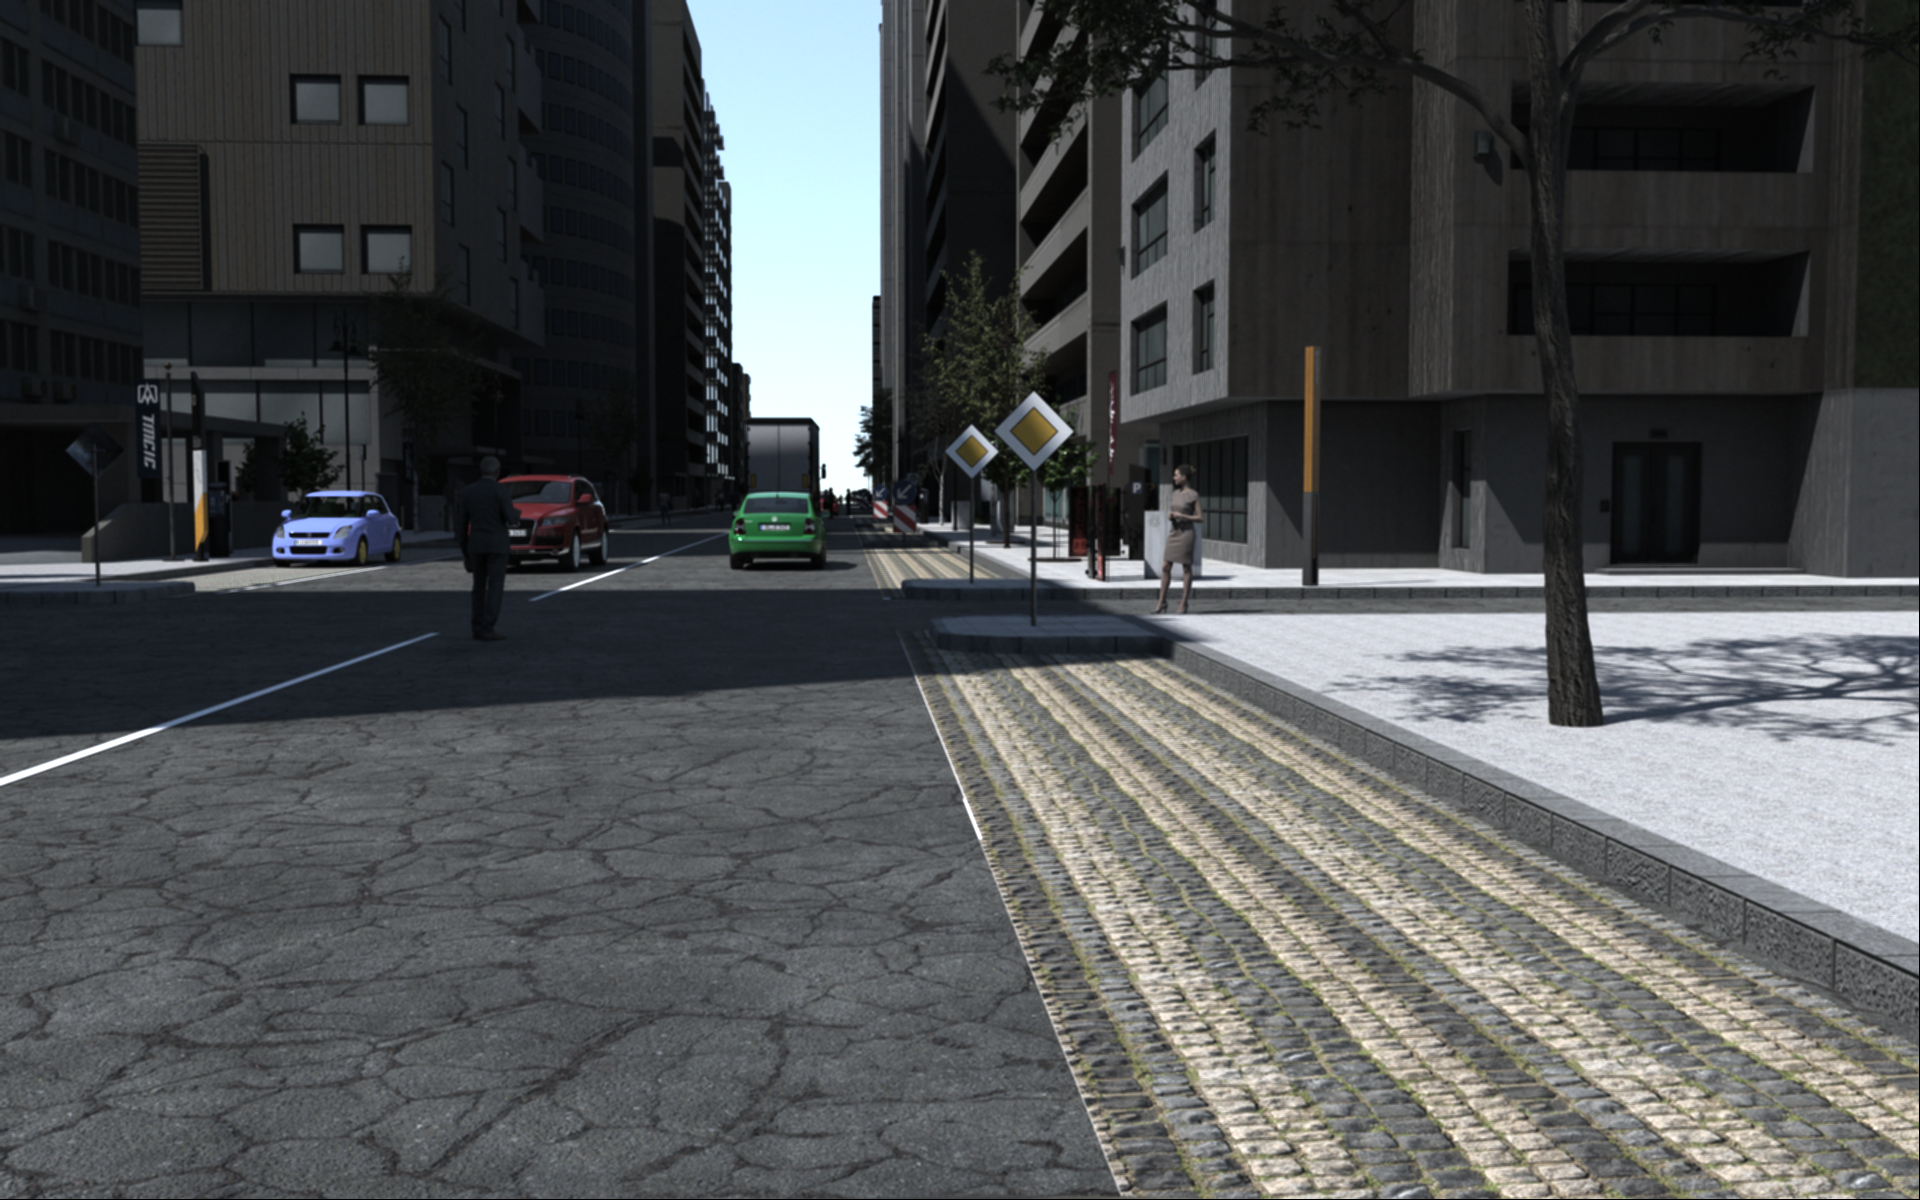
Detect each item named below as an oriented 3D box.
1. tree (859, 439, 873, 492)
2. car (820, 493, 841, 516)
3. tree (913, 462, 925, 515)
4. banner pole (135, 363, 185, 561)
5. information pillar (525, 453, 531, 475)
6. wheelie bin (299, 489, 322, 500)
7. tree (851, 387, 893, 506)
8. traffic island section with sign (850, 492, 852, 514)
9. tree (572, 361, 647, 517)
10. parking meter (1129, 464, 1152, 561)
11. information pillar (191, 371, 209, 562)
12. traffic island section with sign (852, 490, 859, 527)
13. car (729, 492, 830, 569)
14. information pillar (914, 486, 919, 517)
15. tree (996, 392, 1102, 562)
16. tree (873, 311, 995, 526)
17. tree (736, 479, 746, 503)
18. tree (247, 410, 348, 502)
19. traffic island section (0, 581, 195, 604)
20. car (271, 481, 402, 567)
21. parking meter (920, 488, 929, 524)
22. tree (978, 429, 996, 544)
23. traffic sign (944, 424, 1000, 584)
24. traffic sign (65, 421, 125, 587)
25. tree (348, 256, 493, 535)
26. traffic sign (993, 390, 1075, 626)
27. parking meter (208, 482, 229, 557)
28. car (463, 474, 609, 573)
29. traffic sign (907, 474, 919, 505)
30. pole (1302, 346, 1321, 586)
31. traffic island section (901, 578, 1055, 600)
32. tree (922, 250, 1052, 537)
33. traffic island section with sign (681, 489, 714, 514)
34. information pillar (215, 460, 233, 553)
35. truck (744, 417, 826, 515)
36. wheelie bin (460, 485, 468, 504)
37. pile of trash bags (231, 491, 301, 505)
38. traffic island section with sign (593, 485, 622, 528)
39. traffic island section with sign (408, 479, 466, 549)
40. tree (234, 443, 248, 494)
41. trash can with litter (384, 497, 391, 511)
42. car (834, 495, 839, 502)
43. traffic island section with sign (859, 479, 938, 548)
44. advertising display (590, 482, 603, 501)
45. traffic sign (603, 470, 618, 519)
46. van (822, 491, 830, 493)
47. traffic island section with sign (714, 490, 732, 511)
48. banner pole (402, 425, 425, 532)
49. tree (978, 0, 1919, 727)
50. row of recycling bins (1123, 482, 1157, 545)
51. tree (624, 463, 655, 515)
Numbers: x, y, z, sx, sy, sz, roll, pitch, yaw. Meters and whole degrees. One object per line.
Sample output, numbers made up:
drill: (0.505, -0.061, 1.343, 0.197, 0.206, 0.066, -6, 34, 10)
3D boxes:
tree: (-9.101, -14.703, 190.754, 4.360, 8.622, 3.978, 0, 3, 0)
car: (-8.833, -6.334, 112.607, 2.155, 1.783, 4.494, 0, 4, -6)
tree: (-2.326, -6.690, 103.988, 1.663, 3.219, 1.824, 0, 3, 0)
banner pole: (-15.301, -2.632, 33.053, 0.863, 3.779, 0.401, 0, 4, -3)
information pillar: (-24.460, -6.534, 98.190, 0.183, 3.616, 0.504, 1, 4, 16)
wheelie bin: (-23.304, -3.324, 62.259, 0.693, 1.594, 0.980, -3, 5, -41)
tree: (-7.720, -16.245, 183.728, 7.486, 12.596, 7.792, 0, 3, 0)
traffic island section with sign: (-6.974, -7.082, 124.410, 1.989, 1.847, 2.006, 0, 4, -4)
tree: (-19.202, -8.927, 96.325, 4.737, 8.622, 4.395, 0, 3, 0)
parking meter: (3.486, -1.697, 33.464, 0.399, 1.863, 0.255, 2, 4, 34)
information pillar: (-14.413, -2.537, 32.830, 0.183, 3.616, 0.504, -3, 5, -42)
traffic island section with sign: (-3.550, -4.028, 74.490, 1.989, 1.847, 2.006, 0, 4, -4)
car: (-3.562, -1.561, 34.324, 1.959, 1.807, 4.718, 0, 4, -3)
information pillar: (-2.448, -5.666, 97.125, 0.304, 2.012, 0.304, -1, 4, -12)
tree: (1.932, -2.348, 32.989, 1.663, 3.219, 1.824, 0, 3, 0)
tree: (-0.680, -7.325, 70.133, 4.360, 8.622, 3.978, 0, 3, 0)
tree: (-28.105, -14.121, 225.479, 1.663, 3.219, 1.824, 0, 3, 0)
tree: (-15.112, -2.764, 39.794, 1.663, 3.219, 1.824, 0, 3, 0)
traffic island section: (-11.974, -0.107, 24.026, 2.009, 0.180, 2.903, 0, 4, -4)
car: (-12.562, -1.552, 34.959, 1.945, 1.707, 3.694, 0, 4, -2)
parking meter: (-1.542, -4.037, 74.416, 0.372, 1.533, 0.369, 0, 3, 0)
tree: (1.296, -3.065, 44.716, 1.663, 3.219, 1.824, 0, 3, 0)
traffic sign: (0.166, -1.292, 24.773, 0.795, 2.450, 0.064, 0, 4, -4)
traffic sign: (-11.951, -1.243, 23.966, 0.795, 2.450, 0.064, 0, 4, -4)
tree: (-16.987, -6.379, 54.654, 4.737, 8.622, 4.395, 0, 3, 0)
traffic sign: (0.712, -0.805, 16.807, 0.795, 2.450, 0.064, 0, 4, -4)
parking meter: (-15.065, -1.638, 35.188, 0.372, 1.533, 0.369, 0, 3, 0)
car: (-8.094, -1.510, 33.358, 2.281, 1.827, 5.304, 0, 4, -2)
traffic sign: (-2.283, -5.039, 84.514, 0.606, 2.300, 0.079, 0, 4, 5)
pole: (4.889, -1.849, 24.071, 0.158, 3.312, 0.155, 0, 3, 0)
traffic island section: (0.189, -0.157, 24.852, 2.009, 0.180, 2.903, 0, 4, -4)
tree: (0.974, -6.210, 51.904, 4.737, 8.622, 4.395, 0, 3, 0)
traffic island section with sign: (-18.788, -7.013, 123.289, 1.989, 1.847, 2.006, 0, 4, -4)
information pillar: (-15.904, -2.015, 37.438, 0.304, 2.012, 0.304, -1, 4, -23)
truck: (-6.890, -4.894, 68.933, 2.839, 4.237, 11.283, 0, 4, -3)
wheelie bin: (-16.933, -3.195, 60.149, 0.980, 1.594, 0.693, 2, 4, 28)
pile of trash bags: (-23.604, -3.041, 59.473, 3.447, 1.369, 1.912, -3, 5, -42)
traffic island section with sign: (-15.353, -3.944, 73.105, 1.989, 1.847, 2.006, 0, 4, -4)
traffic island section with sign: (-13.510, -2.299, 46.213, 1.989, 1.847, 2.006, 0, 4, -4)
tree: (-22.905, -3.767, 56.198, 1.663, 3.219, 1.824, 0, 3, 0)
trash can with litter: (-30.711, -5.001, 93.151, 1.055, 1.170, 0.624, 0, 4, 8)
car: (-11.433, -8.460, 150.321, 2.014, 1.417, 4.499, 0, 4, -4)
traffic island section with sign: (-1.633, -2.329, 46.702, 1.989, 1.847, 2.006, 0, 4, -4)
advertising display: (-19.438, -5.313, 92.073, 0.974, 1.923, 0.123, -3, 5, -42)
traffic sign: (-18.183, -5.502, 90.057, 0.768, 2.556, 0.104, 0, 4, 5)
van: (-17.714, -13.632, 229.894, 2.013, 2.044, 4.112, 0, 4, -4)
traffic island section with sign: (-20.642, -8.658, 150.180, 1.989, 1.847, 2.006, 0, 4, -4)
banner pole: (-18.373, -4.164, 58.096, 0.863, 3.779, 0.401, 2, 4, 24)
tree: (3.149, -4.594, 9.533, 7.601, 10.594, 8.767, 2, 4, 31)
row of recycling bins: (5.872, -2.240, 43.730, 3.534, 1.692, 1.069, 0, 4, -1)
tree: (-19.881, -6.948, 108.208, 1.663, 3.219, 1.824, 0, 3, 0)
